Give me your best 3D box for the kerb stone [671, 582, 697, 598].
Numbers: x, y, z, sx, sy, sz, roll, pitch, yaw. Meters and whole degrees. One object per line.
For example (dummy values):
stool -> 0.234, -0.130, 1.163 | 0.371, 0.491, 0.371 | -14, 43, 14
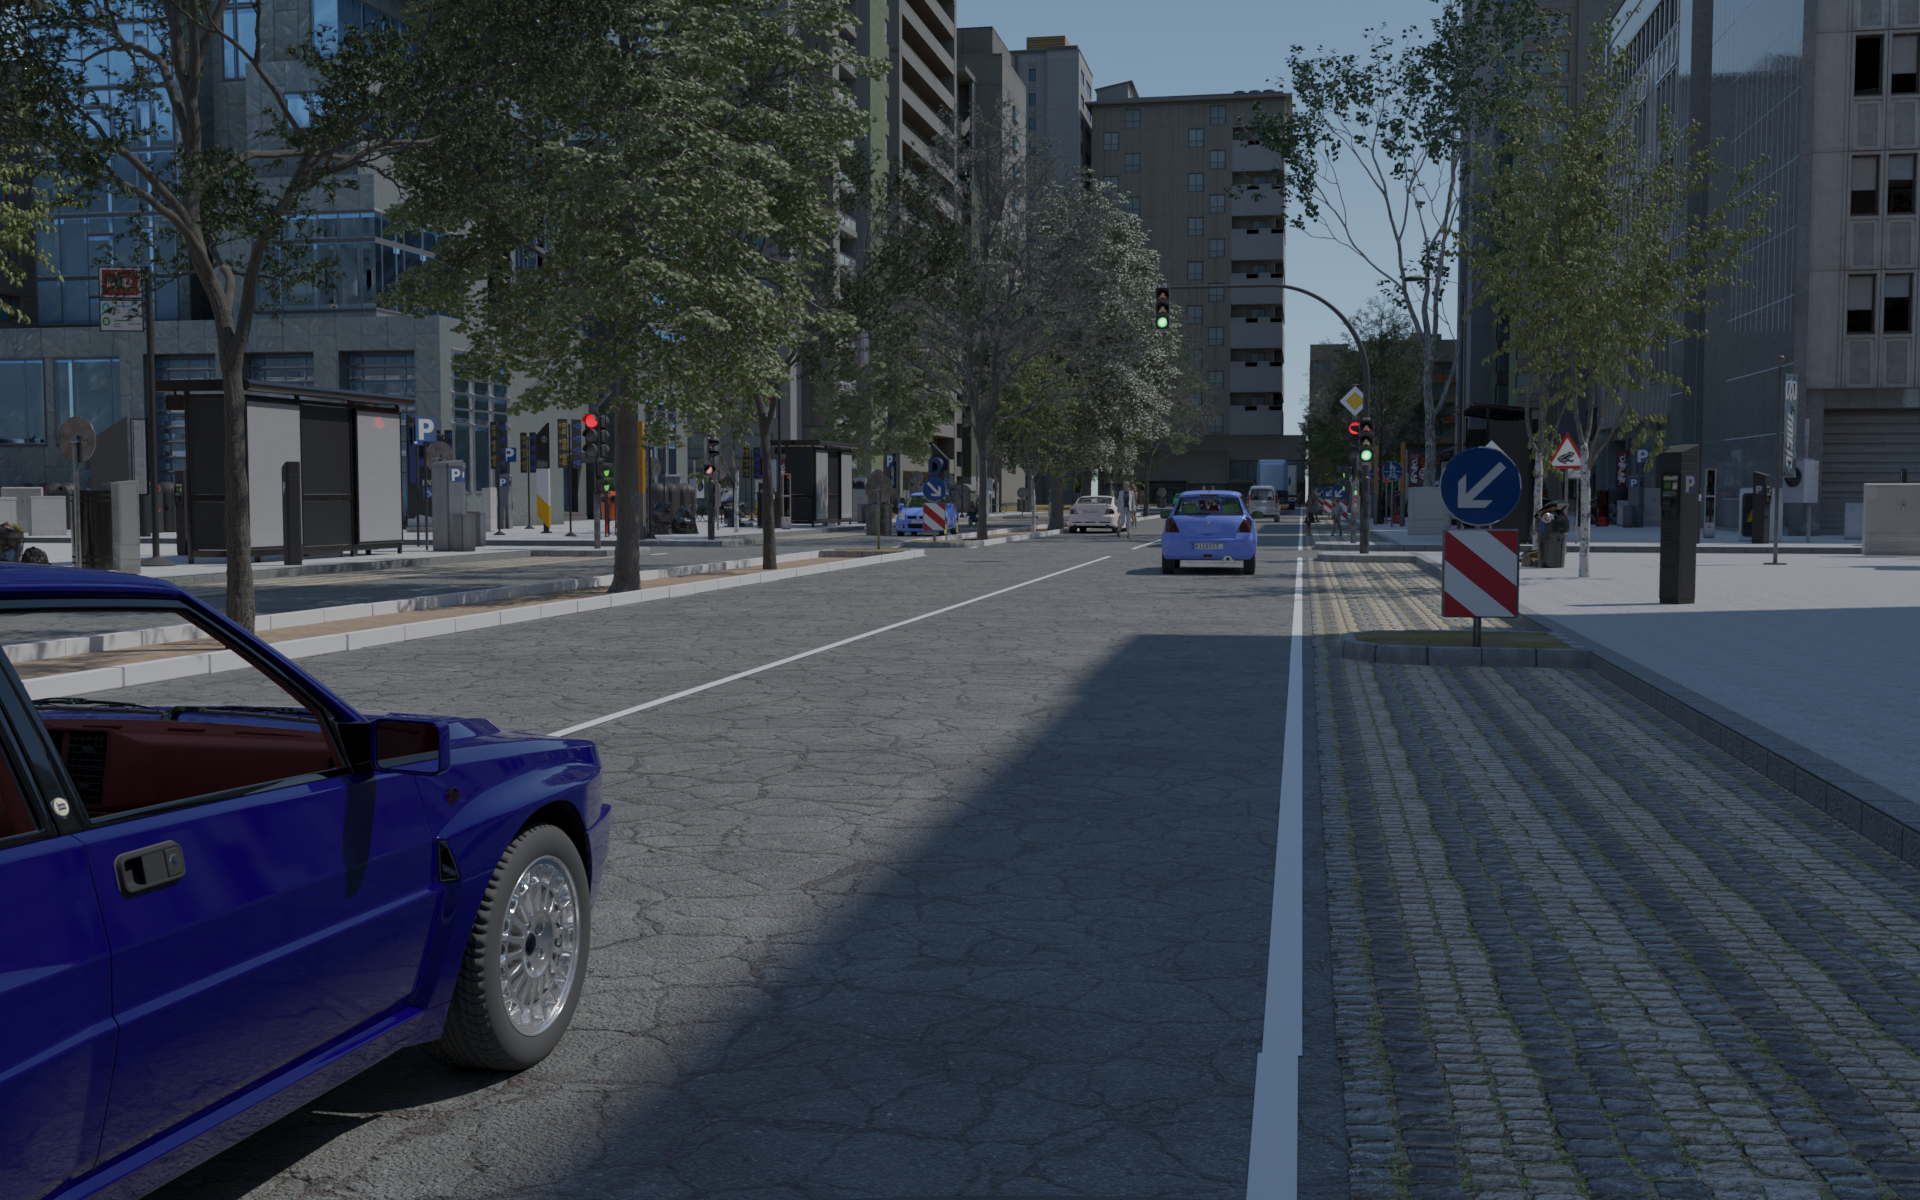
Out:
kerb stone -> -3.967, -0.135, 24.404 | 0.120, 0.150, 1.000 | 1, 4, 11

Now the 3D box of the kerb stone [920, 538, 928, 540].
kerb stone -> -1.150, -1.671, 49.517 | 0.120, 0.150, 1.000 | 1, 4, 11

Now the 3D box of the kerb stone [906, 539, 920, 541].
kerb stone -> -1.350, -1.606, 48.501 | 0.120, 0.150, 1.000 | 1, 4, 11

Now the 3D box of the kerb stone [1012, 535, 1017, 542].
kerb stone -> 1.504, -1.829, 52.118 | 0.120, 0.150, 1.000 | 1, 4, 11

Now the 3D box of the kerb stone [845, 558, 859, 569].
kerb stone -> -2.179, -0.688, 33.448 | 0.120, 0.150, 1.000 | 1, 4, 11

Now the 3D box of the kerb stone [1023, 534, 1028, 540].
kerb stone -> 1.902, -1.953, 54.128 | 0.120, 0.150, 1.000 | 1, 4, 11

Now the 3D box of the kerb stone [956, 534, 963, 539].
kerb stone -> -0.146, -1.979, 54.549 | 0.120, 0.150, 1.000 | 1, 4, 11

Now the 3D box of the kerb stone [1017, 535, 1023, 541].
kerb stone -> 1.707, -1.892, 53.124 | 0.120, 0.150, 1.000 | 1, 4, 11

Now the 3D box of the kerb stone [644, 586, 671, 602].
kerb stone -> -4.171, -0.074, 23.403 | 0.120, 0.150, 1.000 | 1, 4, 11

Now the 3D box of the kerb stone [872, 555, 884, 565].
kerb stone -> -1.794, -0.811, 35.463 | 0.120, 0.150, 1.000 | 1, 4, 11

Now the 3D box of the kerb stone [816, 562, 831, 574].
kerb stone -> -2.582, -0.559, 31.434 | 0.120, 0.150, 1.000 | 1, 4, 11

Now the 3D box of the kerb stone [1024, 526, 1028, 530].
kerb stone -> 2.433, -2.778, 67.611 | 0.120, 0.150, 1.000 | 1, 4, 11

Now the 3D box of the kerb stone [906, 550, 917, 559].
kerb stone -> -1.186, -0.992, 38.470 | 0.120, 0.150, 1.000 | 1, 4, 11

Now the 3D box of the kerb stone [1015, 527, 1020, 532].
kerb stone -> 2.027, -2.655, 65.599 | 0.120, 0.150, 1.000 | 1, 4, 11

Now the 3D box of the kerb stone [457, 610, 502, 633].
kerb stone -> -5.165, 0.238, 18.367 | 0.120, 0.150, 1.000 | 1, 4, 11

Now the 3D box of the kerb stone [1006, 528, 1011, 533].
kerb stone -> 1.641, -2.532, 63.591 | 0.120, 0.150, 1.000 | 1, 4, 11

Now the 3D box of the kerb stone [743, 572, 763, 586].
kerb stone -> -3.373, -0.320, 27.420 | 0.120, 0.150, 1.000 | 1, 4, 11

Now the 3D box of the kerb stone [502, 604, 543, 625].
kerb stone -> -4.963, 0.173, 19.369 | 0.120, 0.150, 1.000 | 1, 4, 11

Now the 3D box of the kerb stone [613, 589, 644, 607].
kerb stone -> -4.366, -0.012, 22.394 | 0.120, 0.150, 1.000 | 1, 4, 11

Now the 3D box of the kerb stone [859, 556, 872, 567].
kerb stone -> -1.988, -0.749, 34.452 | 0.120, 0.150, 1.000 | 1, 4, 11

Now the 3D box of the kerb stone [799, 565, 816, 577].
kerb stone -> -2.779, -0.496, 30.429 | 0.120, 0.150, 1.000 | 1, 4, 11

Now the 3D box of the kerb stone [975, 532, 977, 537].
kerb stone -> 0.439, -2.163, 57.563 | 0.120, 0.150, 1.000 | 1, 4, 11

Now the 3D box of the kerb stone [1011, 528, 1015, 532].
kerb stone -> 1.832, -2.587, 64.596 | 0.120, 0.150, 1.000 | 1, 4, 11

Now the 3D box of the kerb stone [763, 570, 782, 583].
kerb stone -> -3.169, -0.381, 28.421 | 0.120, 0.150, 1.000 | 1, 4, 11

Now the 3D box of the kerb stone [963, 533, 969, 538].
kerb stone -> 0.047, -2.038, 55.556 | 0.120, 0.150, 1.000 | 1, 4, 11

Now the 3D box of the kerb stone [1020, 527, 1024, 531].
kerb stone -> 2.230, -2.713, 66.608 | 0.120, 0.150, 1.000 | 1, 4, 11

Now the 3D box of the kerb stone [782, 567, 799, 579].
kerb stone -> -2.984, -0.441, 29.428 | 0.120, 0.150, 1.000 | 1, 4, 11

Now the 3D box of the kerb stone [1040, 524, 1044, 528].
kerb stone -> 3.223, -3.017, 71.624 | 0.120, 0.150, 1.000 | 1, 4, 11

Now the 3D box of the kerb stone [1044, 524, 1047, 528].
kerb stone -> 3.428, -3.084, 72.630 | 0.120, 0.150, 1.000 | 1, 4, 11

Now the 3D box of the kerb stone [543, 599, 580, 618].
kerb stone -> -4.769, 0.111, 20.381 | 0.120, 0.150, 1.000 | 1, 4, 11

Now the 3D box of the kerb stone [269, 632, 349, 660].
kerb stone -> -5.769, 0.418, 15.357 | 0.120, 0.150, 1.000 | 1, 4, 11

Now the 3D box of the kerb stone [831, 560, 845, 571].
kerb stone -> -2.382, -0.626, 32.436 | 0.120, 0.150, 1.000 | 1, 4, 11

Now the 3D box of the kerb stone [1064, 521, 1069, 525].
kerb stone -> 5.010, -3.578, 80.688 | 0.120, 0.150, 1.000 | 1, 4, 11

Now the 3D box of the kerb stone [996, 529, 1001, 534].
kerb stone -> 1.237, -2.402, 61.577 | 0.120, 0.150, 1.000 | 1, 4, 11

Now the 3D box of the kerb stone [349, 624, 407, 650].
kerb stone -> -5.555, 0.357, 16.357 | 0.120, 0.150, 1.000 | 1, 4, 11

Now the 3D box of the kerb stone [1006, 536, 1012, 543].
kerb stone -> 1.308, -1.764, 51.115 | 0.120, 0.150, 1.000 | 1, 4, 11

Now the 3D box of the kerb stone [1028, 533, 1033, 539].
kerb stone -> 2.107, -2.015, 55.139 | 0.120, 0.150, 1.000 | 1, 4, 11

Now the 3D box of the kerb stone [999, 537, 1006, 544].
kerb stone -> 1.104, -1.707, 50.097 | 0.120, 0.150, 1.000 | 1, 4, 11

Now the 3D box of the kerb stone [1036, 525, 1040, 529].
kerb stone -> 3.023, -2.962, 70.621 | 0.120, 0.150, 1.000 | 1, 4, 11

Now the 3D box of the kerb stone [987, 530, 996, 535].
kerb stone -> 1.039, -2.347, 60.574 | 0.120, 0.150, 1.000 | 1, 4, 11

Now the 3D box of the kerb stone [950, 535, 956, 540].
kerb stone -> -0.347, -1.912, 53.540 | 0.120, 0.150, 1.000 | 1, 4, 11

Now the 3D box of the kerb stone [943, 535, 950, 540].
kerb stone -> -0.553, -1.855, 52.529 | 0.120, 0.150, 1.000 | 1, 4, 11

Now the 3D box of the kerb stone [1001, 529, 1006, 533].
kerb stone -> 1.431, -2.470, 62.581 | 0.120, 0.150, 1.000 | 1, 4, 11

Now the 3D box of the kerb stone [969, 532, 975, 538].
kerb stone -> 0.247, -2.100, 56.559 | 0.120, 0.150, 1.000 | 1, 4, 11

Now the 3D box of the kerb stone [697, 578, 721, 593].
kerb stone -> -3.771, -0.196, 25.411 | 0.120, 0.150, 1.000 | 1, 4, 11

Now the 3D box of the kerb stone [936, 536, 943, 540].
kerb stone -> -0.751, -1.794, 51.524 | 0.120, 0.150, 1.000 | 1, 4, 11

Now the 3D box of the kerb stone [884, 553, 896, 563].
kerb stone -> -1.585, -0.873, 36.463 | 0.120, 0.150, 1.000 | 1, 4, 11

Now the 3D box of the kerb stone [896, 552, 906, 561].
kerb stone -> -1.386, -0.933, 37.466 | 0.120, 0.150, 1.000 | 1, 4, 11

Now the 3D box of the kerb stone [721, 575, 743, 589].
kerb stone -> -3.572, -0.258, 26.417 | 0.120, 0.150, 1.000 | 1, 4, 11

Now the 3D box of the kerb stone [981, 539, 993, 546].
kerb stone -> 0.709, -1.583, 48.089 | 0.120, 0.150, 1.000 | 1, 4, 11

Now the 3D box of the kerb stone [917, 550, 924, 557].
kerb stone -> -0.981, -1.057, 39.476 | 0.120, 0.150, 1.000 | 1, 4, 11

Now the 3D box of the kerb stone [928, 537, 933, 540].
kerb stone -> -0.951, -1.727, 50.520 | 0.120, 0.150, 1.000 | 1, 4, 11

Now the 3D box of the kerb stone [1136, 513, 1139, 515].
kerb stone -> 11.371, -5.542, 112.855 | 0.120, 0.150, 1.000 | 1, 4, 11

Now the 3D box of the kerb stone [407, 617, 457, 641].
kerb stone -> -5.361, 0.295, 17.364 | 0.120, 0.150, 1.000 | 1, 4, 11

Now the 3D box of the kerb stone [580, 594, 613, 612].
kerb stone -> -4.569, 0.051, 21.392 | 0.120, 0.150, 1.000 | 1, 4, 11

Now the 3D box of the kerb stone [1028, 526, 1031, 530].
kerb stone -> 2.627, -2.839, 68.615 | 0.120, 0.150, 1.000 | 1, 4, 11

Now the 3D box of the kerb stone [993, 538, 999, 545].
kerb stone -> 0.903, -1.645, 49.094 | 0.120, 0.150, 1.000 | 1, 4, 11

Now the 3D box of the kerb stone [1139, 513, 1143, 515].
kerb stone -> 12.175, -5.788, 116.880 | 0.120, 0.150, 1.000 | 1, 4, 11
